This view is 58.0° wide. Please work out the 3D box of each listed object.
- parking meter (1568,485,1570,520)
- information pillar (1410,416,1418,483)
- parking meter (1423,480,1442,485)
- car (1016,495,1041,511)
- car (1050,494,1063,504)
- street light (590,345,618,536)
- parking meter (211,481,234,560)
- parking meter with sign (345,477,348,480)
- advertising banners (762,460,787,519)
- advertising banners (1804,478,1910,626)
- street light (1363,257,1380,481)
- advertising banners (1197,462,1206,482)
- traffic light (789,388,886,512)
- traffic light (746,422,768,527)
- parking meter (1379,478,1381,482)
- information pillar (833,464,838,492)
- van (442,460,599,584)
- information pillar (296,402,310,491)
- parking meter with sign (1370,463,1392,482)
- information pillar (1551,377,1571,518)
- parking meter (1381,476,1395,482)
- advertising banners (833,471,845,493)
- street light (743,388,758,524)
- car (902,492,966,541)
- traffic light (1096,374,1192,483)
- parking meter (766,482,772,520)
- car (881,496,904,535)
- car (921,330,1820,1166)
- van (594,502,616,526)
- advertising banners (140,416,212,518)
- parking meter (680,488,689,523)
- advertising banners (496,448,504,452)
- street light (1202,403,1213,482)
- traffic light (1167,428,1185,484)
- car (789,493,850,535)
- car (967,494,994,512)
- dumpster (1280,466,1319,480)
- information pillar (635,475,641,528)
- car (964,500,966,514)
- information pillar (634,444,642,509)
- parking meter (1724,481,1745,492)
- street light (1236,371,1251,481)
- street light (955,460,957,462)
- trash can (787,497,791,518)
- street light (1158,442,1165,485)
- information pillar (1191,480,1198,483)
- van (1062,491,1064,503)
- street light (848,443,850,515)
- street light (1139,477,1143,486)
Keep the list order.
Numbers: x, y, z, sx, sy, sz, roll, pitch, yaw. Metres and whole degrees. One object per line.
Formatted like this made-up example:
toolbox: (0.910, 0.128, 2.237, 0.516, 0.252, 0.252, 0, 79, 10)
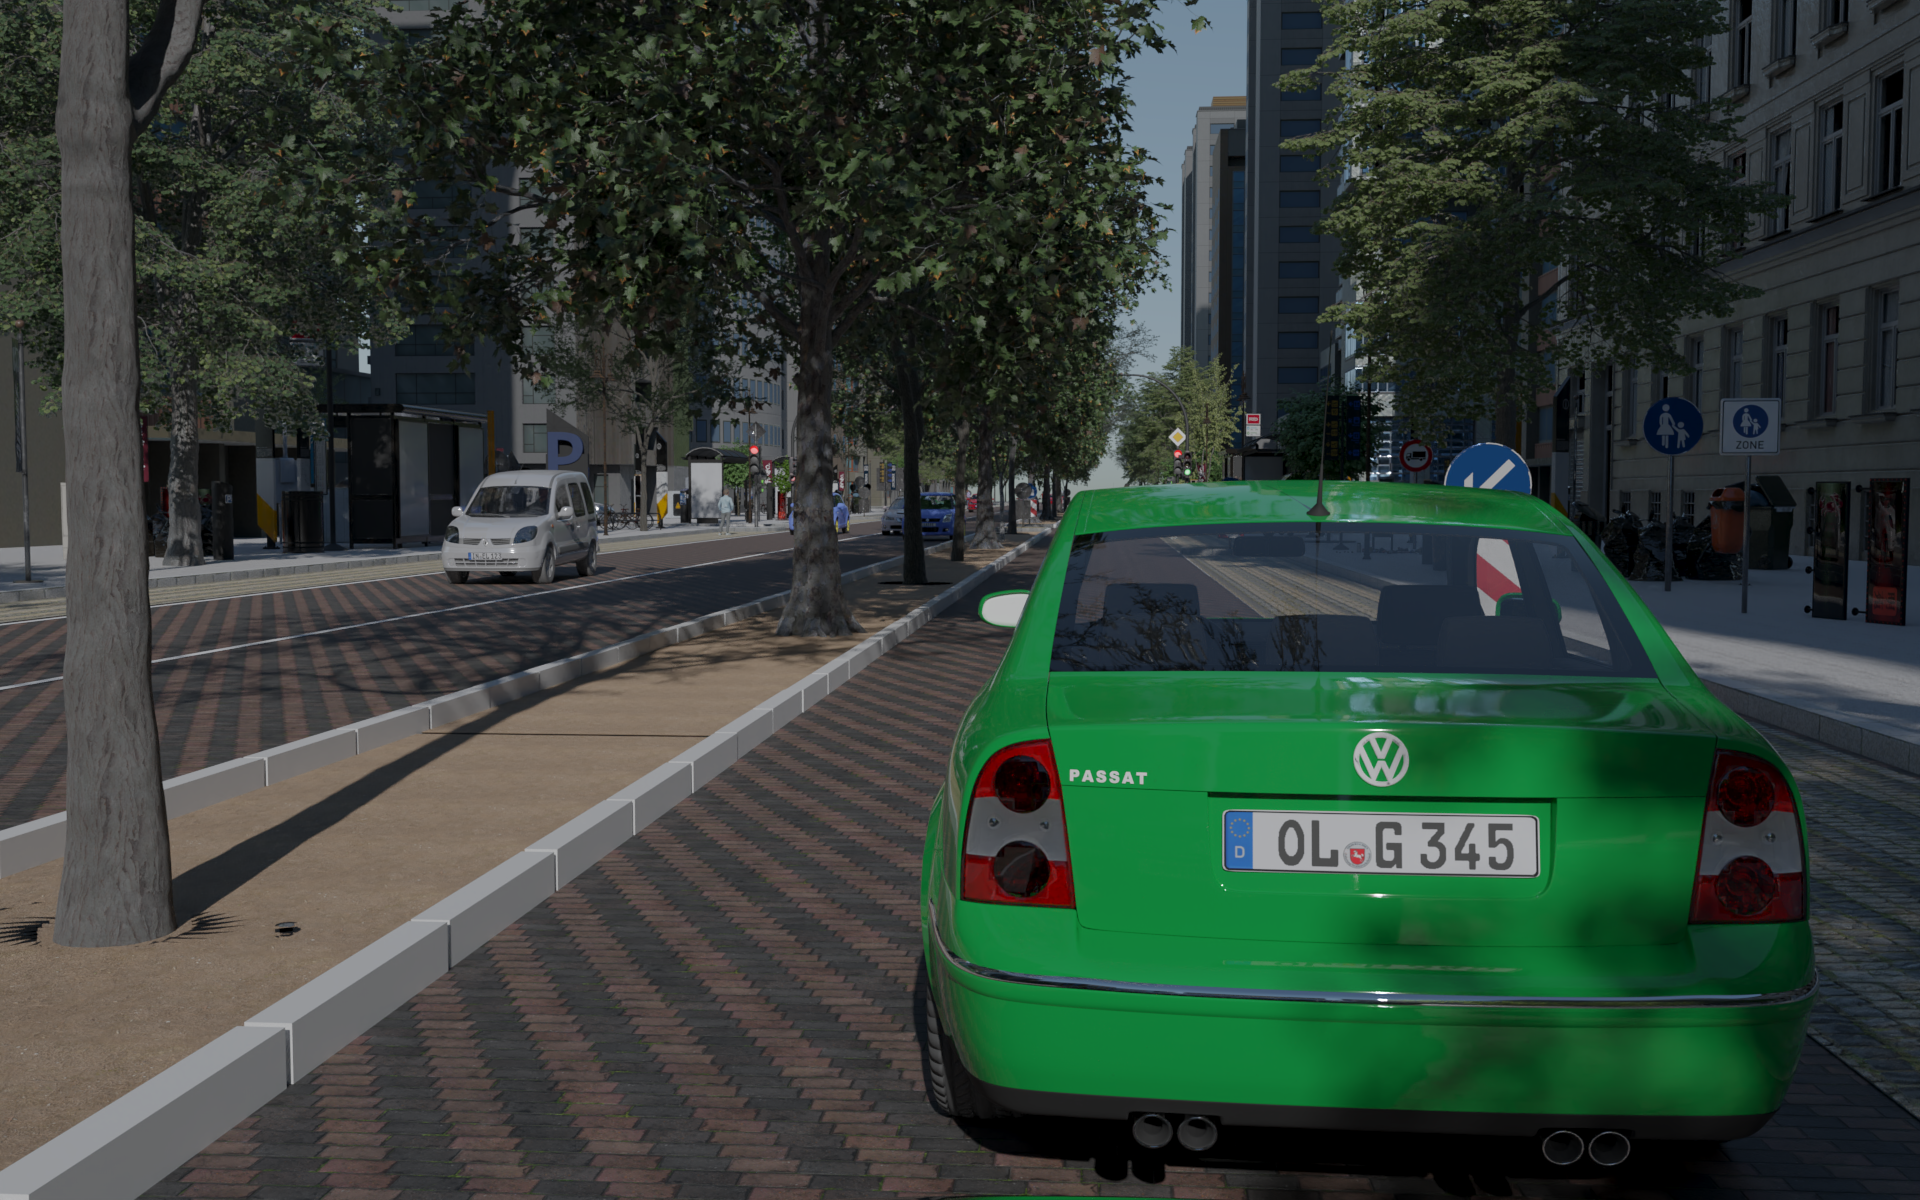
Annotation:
parking meter: (16.926, -2.460, 48.632, 0.372, 1.533, 0.369, 0, 3, 0)
information pillar: (11.901, -3.308, 45.439, 0.183, 3.616, 0.504, 2, 4, 28)
parking meter: (8.644, -1.421, 31.641, 0.372, 1.533, 0.369, 0, 3, 0)
car: (5.773, -8.357, 145.672, 2.155, 1.783, 4.494, 0, 4, 3)
car: (11.582, -12.347, 210.919, 2.155, 1.783, 4.494, 0, 4, 3)
street light: (-10.974, -4.937, 53.501, 0.468, 5.910, 1.993, 0, 4, 5)
parking meter: (-14.361, -1.549, 33.738, 0.372, 1.533, 0.369, 0, 3, 0)
parking meter with sign: (-27.824, -5.090, 79.485, 1.738, 3.016, 0.543, 3, 5, 42)
advertising banners: (-9.090, -5.658, 88.693, 2.074, 3.025, 0.090, 0, 4, -3)
advertising banners: (9.105, -1.272, 16.991, 0.090, 3.025, 2.074, -1, 4, -14)
street light: (7.988, -3.733, 33.828, 0.468, 5.910, 1.993, 0, 4, 5)
advertising banners: (14.119, -6.097, 95.877, 2.074, 3.025, 0.090, 0, 4, 6)
traffic light: (-5.106, -6.115, 74.648, 4.771, 5.953, 1.251, 0, 4, 5)
traffic light: (-7.854, -4.765, 66.826, 0.839, 4.253, 0.868, 0, 4, 5)
parking meter: (15.696, -3.568, 64.046, 0.399, 1.863, 0.255, 0, 4, 7)
information pillar: (-9.735, -8.766, 134.675, 0.504, 3.616, 0.183, 0, 4, -7)
van: (-7.287, -1.339, 28.912, 2.013, 2.044, 4.112, 0, 4, 3)
information pillar: (-15.346, -3.004, 40.475, 0.183, 3.616, 0.504, 0, 4, 6)
parking meter with sign: (23.191, -6.143, 96.698, 1.738, 3.016, 0.543, 1, 4, 17)
information pillar: (11.956, -2.637, 34.475, 0.504, 3.616, 0.183, -3, 4, -39)
parking meter: (13.761, -3.048, 55.539, 0.255, 1.863, 0.399, 2, 4, 26)
advertising banners: (-9.829, -8.409, 133.676, 2.074, 3.025, 0.090, -1, 4, -19)
street light: (-9.139, -6.267, 75.248, 0.468, 5.910, 1.993, 0, 4, 5)
car: (-0.801, -2.723, 54.118, 1.945, 1.707, 3.694, 0, 4, 6)
traffic light: (6.461, -5.557, 65.526, 4.771, 5.953, 1.251, 0, 4, 5)
parking meter: (-9.494, -4.927, 86.263, 0.255, 1.863, 0.399, -1, 4, -13)
car: (-1.659, -3.021, 61.757, 2.083, 1.381, 4.827, 0, 4, 5)
car: (0.970, 0.216, 5.259, 1.959, 1.807, 4.718, 0, 4, 6)
van: (-16.153, -3.905, 70.854, 4.112, 2.044, 2.013, 0, 4, 5)
advertising banners: (-17.789, -2.626, 39.123, 0.090, 3.025, 2.074, 3, 5, 43)
parking meter: (-12.214, -4.180, 76.751, 0.372, 1.533, 0.369, 0, 3, 0)
advertising banners: (-17.606, -4.193, 64.742, 0.090, 3.025, 2.074, 1, 4, 18)
street light: (12.313, -6.953, 86.465, 0.468, 5.910, 1.993, 0, 4, 5)
traffic light: (9.209, -5.170, 73.454, 0.839, 4.253, 0.868, 0, 4, 5)
car: (-5.009, -3.192, 61.781, 1.945, 1.707, 3.694, 0, 4, 6)
car: (1.623, -7.775, 136.154, 2.155, 1.783, 4.494, 0, 4, 4)
dumpster: (10.499, -3.105, 53.265, 1.502, 2.255, 1.985, 0, 4, 4)
information pillar: (-12.131, -3.746, 65.736, 0.304, 2.012, 0.304, 1, 4, 22)
car: (-0.639, -6.253, 114.033, 2.131, 1.459, 4.920, 0, 4, 3)
information pillar: (-14.986, -5.460, 80.631, 0.183, 3.616, 0.504, 2, 4, 32)
parking meter: (14.867, -1.521, 33.278, 0.372, 1.533, 0.369, 0, 3, 0)
street light: (10.612, -5.638, 64.961, 0.468, 5.910, 1.993, 0, 4, 5)
street light: (-0.335, -12.889, 183.519, 0.468, 5.910, 1.993, 0, 4, 5)
trash can: (-8.728, -4.822, 90.497, 0.748, 1.137, 0.748, 0, 3, 0)
street light: (17.435, -10.706, 147.827, 0.468, 5.910, 1.993, 0, 4, 5)
information pillar: (12.004, -5.151, 88.703, 0.304, 2.012, 0.304, 2, 4, 29)
van: (12.659, -13.194, 222.724, 2.013, 2.044, 4.112, 0, 4, 3)
street light: (-6.779, -8.118, 105.511, 0.468, 5.910, 1.993, 0, 4, 5)
street light: (25.381, -16.633, 244.736, 0.468, 5.910, 1.993, 0, 4, 5)
